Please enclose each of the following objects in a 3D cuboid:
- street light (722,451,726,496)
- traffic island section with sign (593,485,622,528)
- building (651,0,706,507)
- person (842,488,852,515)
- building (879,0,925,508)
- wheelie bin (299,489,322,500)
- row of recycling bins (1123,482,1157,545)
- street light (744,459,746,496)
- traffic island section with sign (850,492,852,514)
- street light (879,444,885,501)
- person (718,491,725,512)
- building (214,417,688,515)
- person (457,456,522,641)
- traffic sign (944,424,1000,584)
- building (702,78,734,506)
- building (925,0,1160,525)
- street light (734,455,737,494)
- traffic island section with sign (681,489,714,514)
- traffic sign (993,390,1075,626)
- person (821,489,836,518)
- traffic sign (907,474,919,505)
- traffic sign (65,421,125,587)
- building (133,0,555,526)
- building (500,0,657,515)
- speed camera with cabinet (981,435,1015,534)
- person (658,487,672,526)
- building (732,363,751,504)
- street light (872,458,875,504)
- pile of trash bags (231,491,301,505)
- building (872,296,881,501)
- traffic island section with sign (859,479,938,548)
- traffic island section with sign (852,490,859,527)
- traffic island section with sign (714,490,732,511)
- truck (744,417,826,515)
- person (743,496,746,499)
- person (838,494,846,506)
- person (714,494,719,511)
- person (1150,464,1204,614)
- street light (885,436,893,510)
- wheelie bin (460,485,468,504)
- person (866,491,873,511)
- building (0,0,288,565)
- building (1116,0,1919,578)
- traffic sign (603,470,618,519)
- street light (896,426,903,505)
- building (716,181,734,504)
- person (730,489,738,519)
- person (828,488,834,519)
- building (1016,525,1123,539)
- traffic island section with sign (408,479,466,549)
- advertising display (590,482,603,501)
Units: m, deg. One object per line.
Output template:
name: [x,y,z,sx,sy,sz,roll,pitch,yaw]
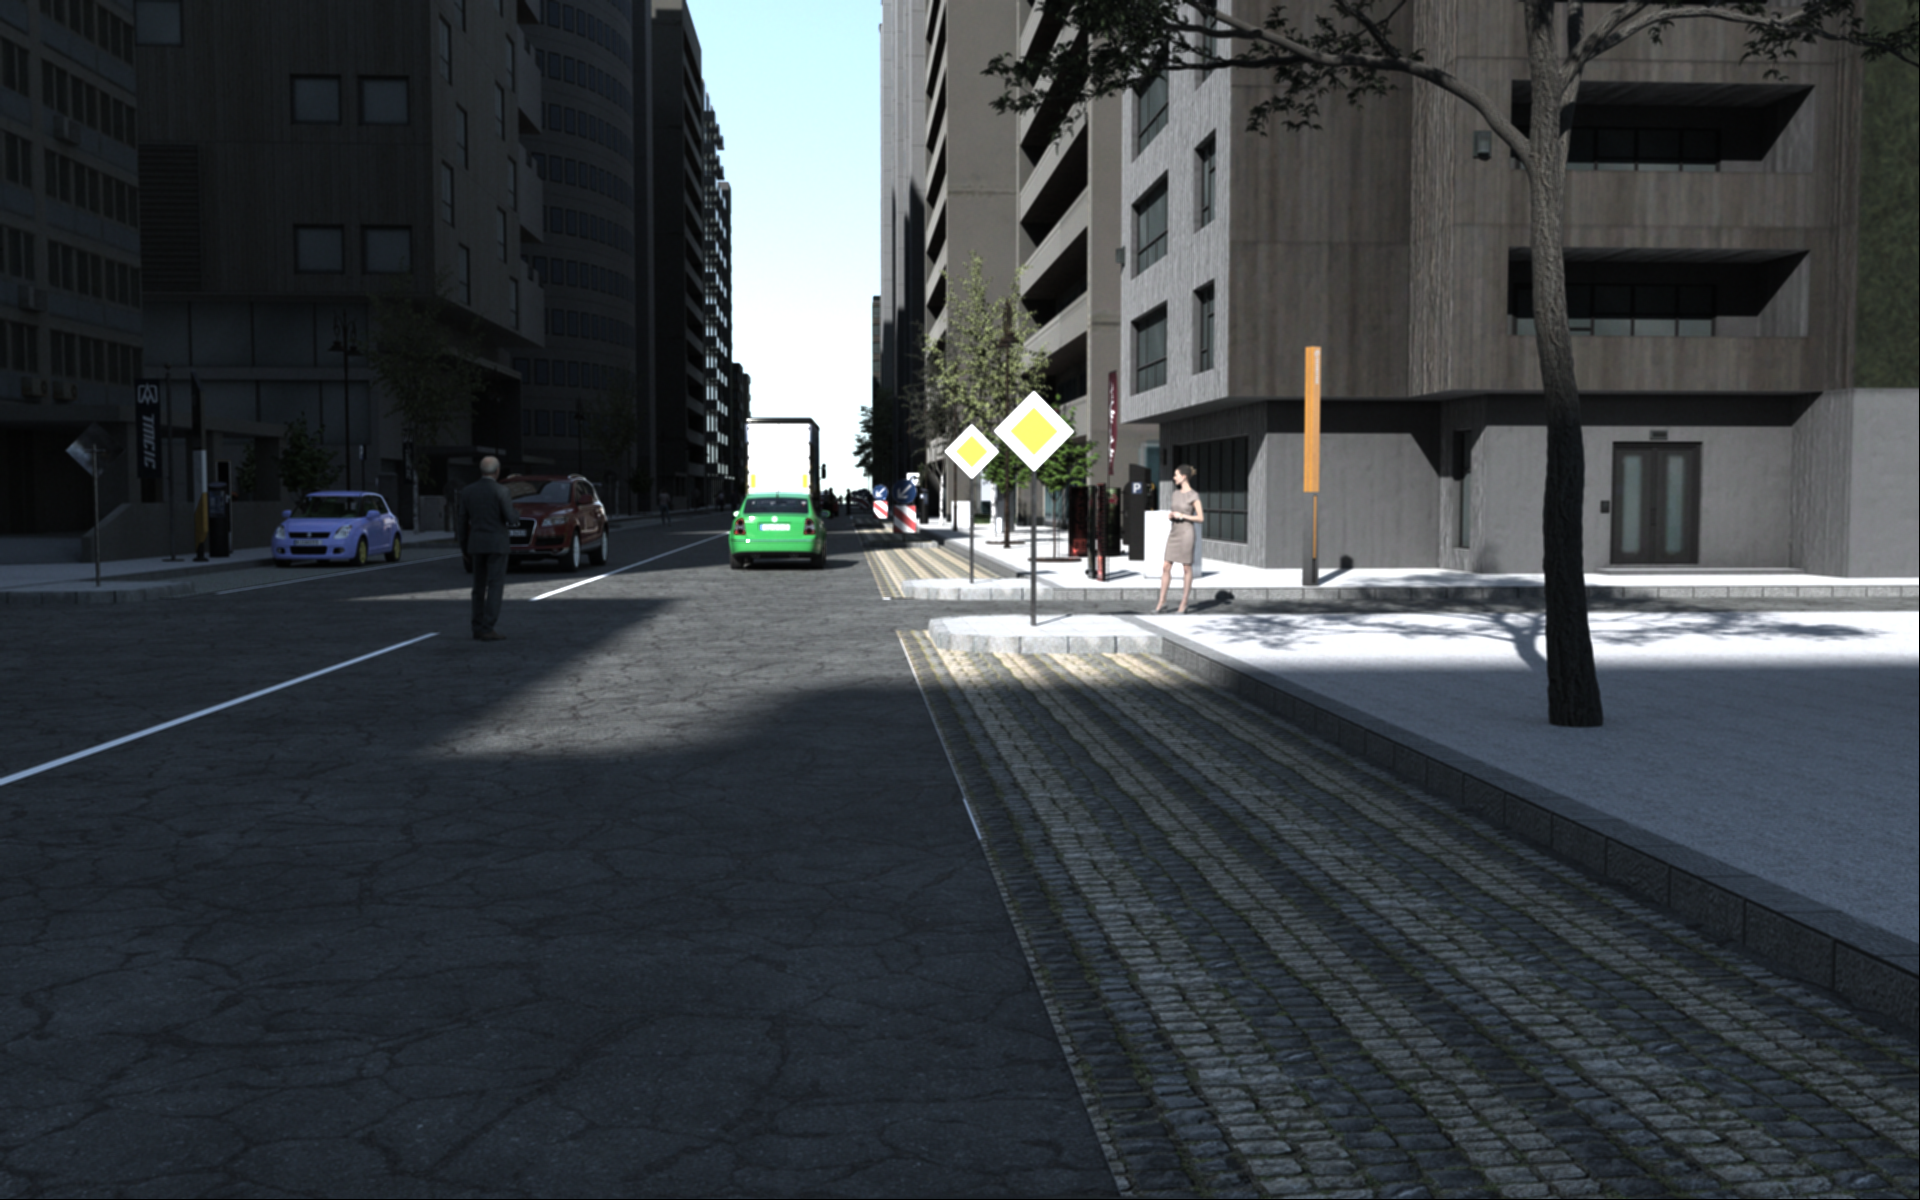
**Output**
street light: [-24.934,-12.877,183.325,0.468,5.910,1.993,0,4,-4]
traffic island section with sign: [-15.353,-3.944,73.105,1.989,1.847,2.006,0,4,-4]
building: [-35.387,-32.851,160.820,21.300,48.544,21.600,0,4,-4]
person: [-7.723,-6.781,119.380,0.705,1.822,1.348,-2,4,-28]
building: [1.014,-40.642,206.487,21.231,58.520,28.212,0,4,-4]
wheelie bin: [-23.304,-3.324,62.259,0.693,1.594,0.980,-3,5,-41]
row of recycling bins: [5.872,-2.240,43.730,3.534,1.692,1.069,0,4,-1]
street light: [-27.572,-15.261,222.296,0.468,5.910,1.993,0,4,-4]
traffic island section with sign: [-6.974,-7.082,124.410,1.989,1.847,2.006,0,4,-4]
street light: [-6.793,-11.240,156.565,0.468,5.910,1.993,0,4,-4]
person: [-19.437,-8.026,140.655,0.436,1.711,0.756,3,5,45]
building: [-38.534,-27.257,137.534,32.217,40.220,23.993,0,4,-4]
person: [-4.618,-0.517,17.127,0.661,1.801,0.590,1,4,15]
traffic sign: [0.166,-1.292,24.773,0.795,2.450,0.064,0,4,-4]
building: [-38.307,-35.311,196.940,23.786,49.044,30.456,0,4,-4]
building: [9.328,-28.472,89.224,21.300,48.544,21.600,0,4,-4]
street light: [-26.273,-14.072,202.859,0.468,5.910,1.993,0,4,-4]
traffic island section with sign: [-18.788,-7.013,123.289,1.989,1.847,2.006,0,4,-4]
traffic sign: [0.712,-0.805,16.807,0.795,2.450,0.064,0,4,-4]
person: [-8.182,-5.893,105.644,1.217,1.735,0.721,0,4,7]
traffic sign: [-2.283,-5.039,84.514,0.606,2.300,0.079,0,4,5]
traffic sign: [-11.951,-1.243,23.966,0.795,2.450,0.064,0,4,-4]
building: [-33.573,-29.692,74.697,28.713,52.752,27.495,0,4,-4]
building: [-31.887,-34.821,111.315,21.231,58.520,28.212,0,4,-4]
speed camera with cabinet: [1.244,-3.832,56.983,0.660,3.252,2.038,1,4,18]
person: [-13.112,-4.163,77.161,0.593,1.750,0.643,-1,4,-21]
building: [-43.739,-24.244,241.421,27.650,21.520,28.899,0,4,-4]
street light: [-9.840,-13.909,200.204,0.468,5.910,1.993,0,4,-4]
pile of trash bags: [-23.604,-3.041,59.473,3.447,1.369,1.912,-3,5,-42]
building: [-5.778,-29.370,251.894,14.160,30.474,14.107,0,4,-4]
traffic island section with sign: [-1.633,-2.329,46.702,1.989,1.847,2.006,0,4,-4]
traffic island section with sign: [-3.550,-4.028,74.490,1.989,1.847,2.006,0,4,-4]
traffic island section with sign: [-20.642,-8.658,150.180,1.989,1.847,2.006,0,4,-4]
truck: [-6.890,-4.894,68.933,2.839,4.237,11.283,0,4,-3]
person: [-20.123,-9.491,164.391,1.217,1.735,0.721,3,4,38]
person: [-11.918,-9.871,173.155,1.065,1.426,0.557,-1,4,-19]
person: [-20.172,-8.085,143.915,0.599,1.433,0.991,-1,4,-17]
person: [2.586,-0.719,20.594,0.374,1.781,0.599,-3,5,-40]
street light: [-5.511,-10.060,137.276,0.468,5.910,1.993,0,4,-4]
wheelie bin: [-16.933,-3.195,60.149,0.980,1.594,0.693,2,4,28]
person: [-7.655,-8.399,146.746,0.541,1.710,0.530,1,4,15]
building: [-32.665,-21.092,36.741,32.217,40.220,23.993,0,4,-4]
building: [10.968,-15.941,32.340,14.107,30.474,14.160,0,4,-4]
traffic sign: [-18.183,-5.502,90.057,0.768,2.556,0.104,0,4,5]
street light: [-4.111,-8.892,118.165,0.468,5.910,1.993,0,4,-4]
building: [-36.361,-32.797,219.821,14.154,41.232,14.086,0,4,-4]
person: [-13.171,-5.601,100.993,0.541,1.710,0.530,-3,5,-39]
person: [-7.556,-5.655,101.055,0.705,1.812,1.348,0,4,-7]
building: [13.610,-26.617,58.883,21.300,48.544,21.600,0,4,-4]
traffic island section with sign: [-13.510,-2.299,46.213,1.989,1.847,2.006,0,4,-4]
advertising display: [-19.438,-5.313,92.073,0.974,1.923,0.123,-3,5,-42]
